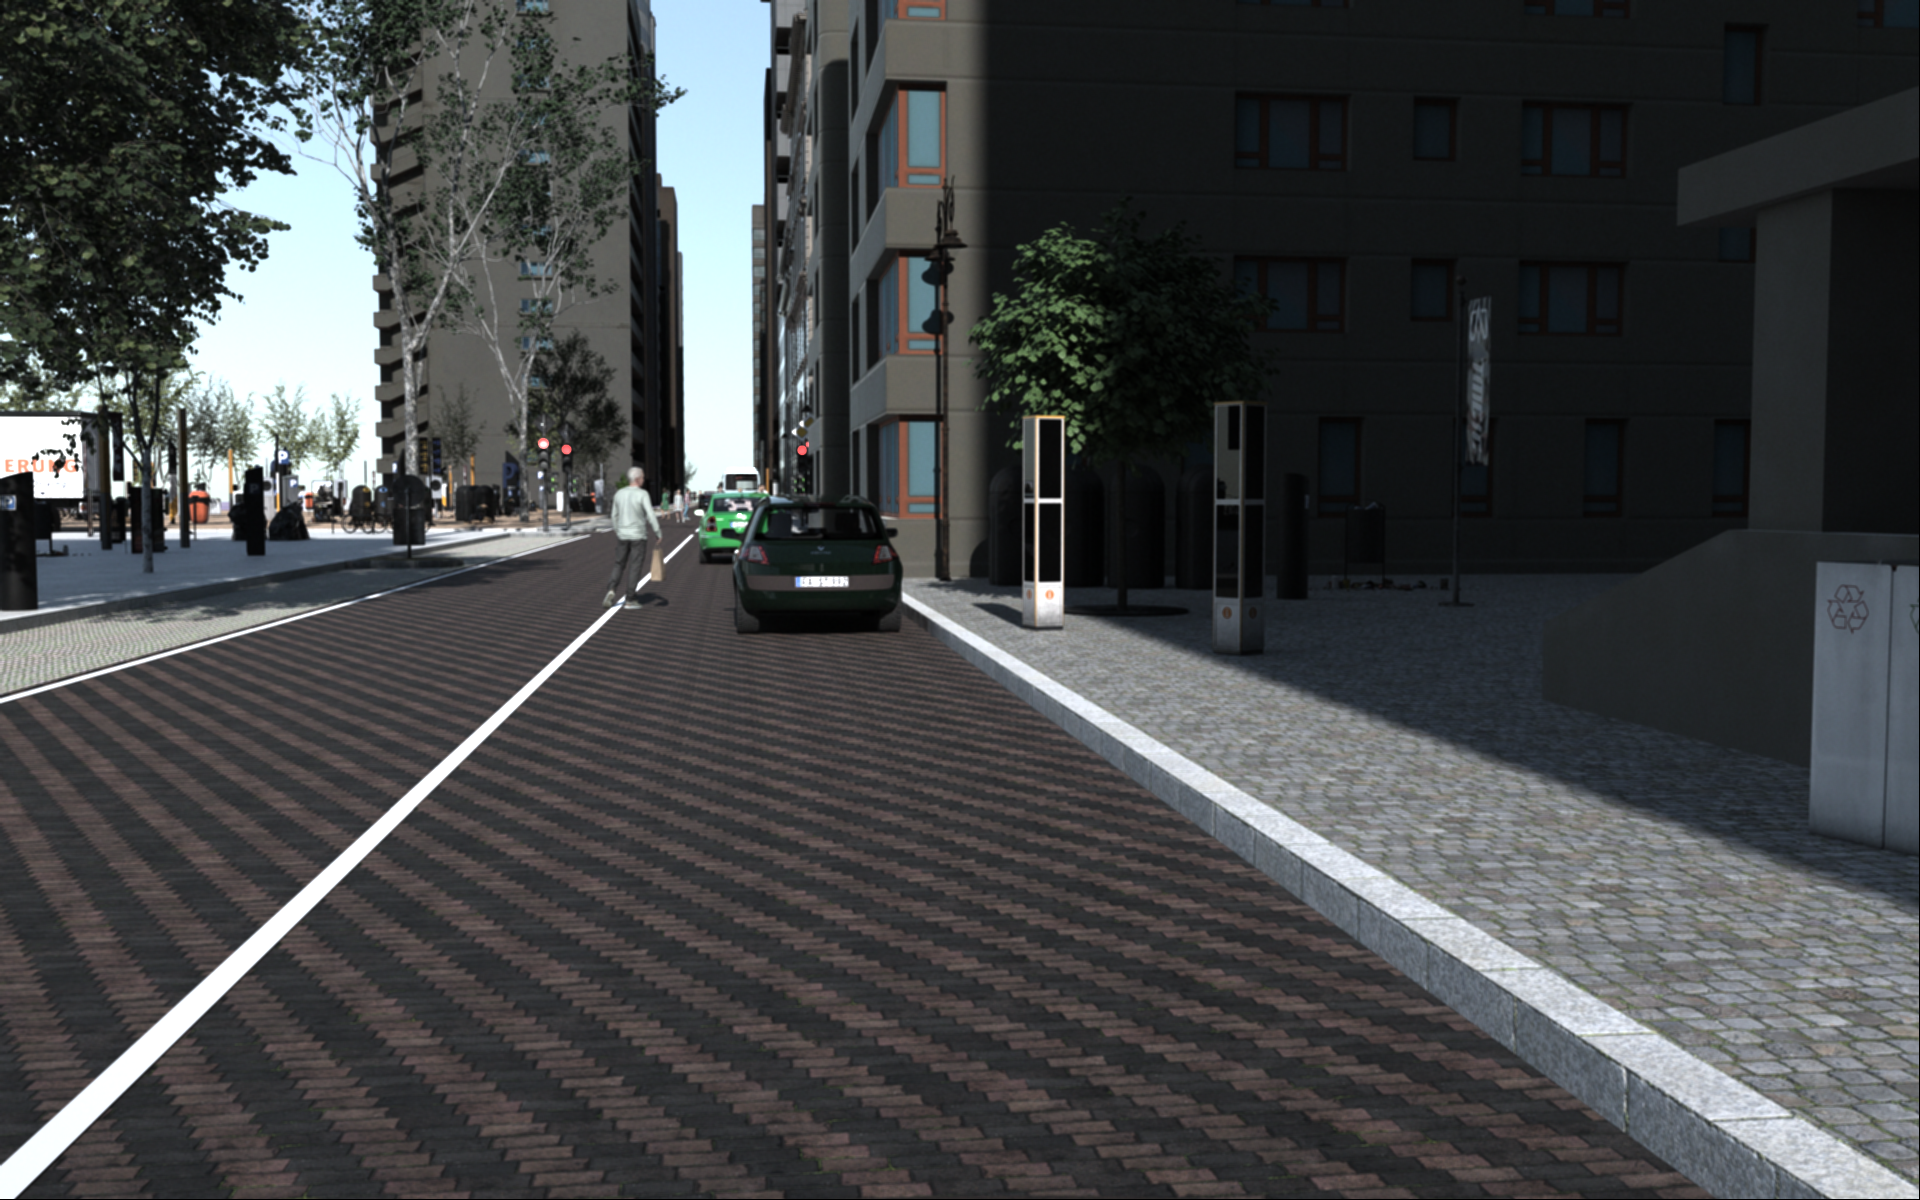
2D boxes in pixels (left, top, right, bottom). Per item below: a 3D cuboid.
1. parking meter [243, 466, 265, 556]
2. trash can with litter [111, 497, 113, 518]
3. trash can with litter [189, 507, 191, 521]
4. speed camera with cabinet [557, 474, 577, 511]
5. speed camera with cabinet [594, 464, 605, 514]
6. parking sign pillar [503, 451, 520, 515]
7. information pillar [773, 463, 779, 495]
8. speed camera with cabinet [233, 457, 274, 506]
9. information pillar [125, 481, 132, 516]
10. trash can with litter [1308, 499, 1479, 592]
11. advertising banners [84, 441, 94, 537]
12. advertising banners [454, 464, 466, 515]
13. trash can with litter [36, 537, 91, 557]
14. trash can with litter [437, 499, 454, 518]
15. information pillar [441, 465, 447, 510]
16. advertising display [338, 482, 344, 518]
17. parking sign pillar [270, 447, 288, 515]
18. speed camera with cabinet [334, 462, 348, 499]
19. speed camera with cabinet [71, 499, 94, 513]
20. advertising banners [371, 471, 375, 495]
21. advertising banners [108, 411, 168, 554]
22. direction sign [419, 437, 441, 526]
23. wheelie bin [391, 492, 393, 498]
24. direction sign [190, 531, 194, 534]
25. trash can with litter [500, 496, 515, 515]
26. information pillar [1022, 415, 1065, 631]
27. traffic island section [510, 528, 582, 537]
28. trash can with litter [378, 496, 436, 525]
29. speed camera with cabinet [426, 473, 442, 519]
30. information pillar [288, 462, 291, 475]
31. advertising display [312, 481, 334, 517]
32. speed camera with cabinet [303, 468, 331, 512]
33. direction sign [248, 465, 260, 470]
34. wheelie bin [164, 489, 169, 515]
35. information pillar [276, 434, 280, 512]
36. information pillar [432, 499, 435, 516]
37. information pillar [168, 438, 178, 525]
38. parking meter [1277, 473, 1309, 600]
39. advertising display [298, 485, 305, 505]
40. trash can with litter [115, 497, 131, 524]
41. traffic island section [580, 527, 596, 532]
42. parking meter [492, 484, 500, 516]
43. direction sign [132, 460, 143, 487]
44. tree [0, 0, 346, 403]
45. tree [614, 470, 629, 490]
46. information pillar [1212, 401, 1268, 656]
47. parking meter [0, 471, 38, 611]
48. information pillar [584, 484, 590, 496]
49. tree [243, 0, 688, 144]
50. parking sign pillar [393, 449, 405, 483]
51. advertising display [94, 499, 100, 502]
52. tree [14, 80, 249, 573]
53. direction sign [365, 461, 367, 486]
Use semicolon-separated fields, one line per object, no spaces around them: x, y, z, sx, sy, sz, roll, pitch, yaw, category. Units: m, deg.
-14.769;-1.866;36.225;0.399;1.863;0.255;-1;4;-22;parking meter
-49.375;-5.386;99.125;1.678;1.210;2.233;0;4;2;trash can with litter
-36.640;-4.362;82.702;1.055;1.170;0.624;-1;4;-11;trash can with litter
-29.334;-8.256;129.323;0.660;3.252;2.038;1;4;18;speed camera with cabinet
-23.725;-7.320;114.022;0.660;3.252;2.038;0;4;-8;speed camera with cabinet
-27.785;-7.280;107.504;1.447;3.967;1.447;2;4;34;parking sign pillar
-13.713;-8.418;128.993;0.504;3.616;0.183;2;4;26;information pillar
-37.876;-6.022;92.790;2.038;3.252;0.660;-1;4;-17;speed camera with cabinet
-47.749;-5.813;99.538;0.304;2.012;0.304;-2;4;-34;information pillar
5.863;-0.752;23.357;2.233;1.210;1.678;1;4;13;trash can with litter
-26.238;-3.421;52.125;0.090;3.025;2.074;-1;4;-22;advertising banners
-29.302;-6.446;101.583;0.090;3.025;2.074;-2;4;-35;advertising banners
-19.362;-1.510;35.749;2.233;1.210;1.678;0;4;0;trash can with litter
-27.784;-5.039;93.439;1.678;1.210;2.233;1;4;23;trash can with litter
-41.280;-9.005;138.591;0.504;3.616;0.183;-1;4;-20;information pillar
-33.343;-5.388;93.313;0.123;1.923;0.974;-1;4;-11;advertising display
-38.559;-6.702;98.045;1.447;3.967;1.447;0;4;4;parking sign pillar
-37.035;-6.807;105.623;2.038;3.252;0.660;-1;4;-9;speed camera with cabinet
-54.114;-6.902;107.177;0.660;3.252;2.038;1;4;12;speed camera with cabinet
-44.673;-8.251;131.087;0.090;3.025;2.074;-3;5;-41;advertising banners
-17.796;-2.525;37.479;0.090;3.025;2.074;0;4;6;advertising banners
-21.196;-4.730;69.339;0.876;3.537;0.379;-3;4;-37;direction sign
-45.346;-7.911;137.249;0.980;1.594;0.693;3;5;43;wheelie bin
-24.726;-3.874;55.341;0.379;3.537;0.876;-2;4;-28;direction sign
-27.397;-5.684;104.313;0.624;1.170;1.055;3;4;37;trash can with litter
0.787;-0.726;16.357;0.304;2.012;0.304;-1;4;-23;information pillar
-14.026;-2.218;58.546;2.009;0.180;2.903;0;4;-7;traffic island section
-23.308;-3.747;72.324;2.233;1.210;1.678;-2;4;-32;trash can with litter
-27.437;-5.735;88.109;2.038;3.252;0.660;-2;4;-33;speed camera with cabinet
-48.938;-8.246;126.180;0.183;3.616;0.504;3;5;41;information pillar
-30.298;-4.720;82.384;0.974;1.923;0.123;0;4;-2;advertising display
-47.053;-8.107;126.889;2.038;3.252;0.660;-2;4;-23;speed camera with cabinet
-54.634;-8.687;134.036;0.876;3.537;0.379;-1;4;-8;direction sign
-48.974;-6.029;106.475;0.693;1.594;0.980;2;4;35;wheelie bin
-26.446;-4.636;67.153;0.183;3.616;0.504;-1;4;-18;information pillar
-30.616;-5.869;100.448;0.304;2.012;0.304;-2;4;-25;information pillar
-33.081;-4.981;72.792;0.183;3.616;0.504;1;4;9;information pillar
4.072;-0.781;21.185;0.372;1.533;0.369;0;3;0;parking meter
-48.945;-7.517;128.120;0.974;1.923;0.123;-2;4;-25;advertising display
-36.337;-3.919;75.467;1.055;1.170;0.624;3;5;41;trash can with litter
-15.051;-2.702;66.465;2.009;0.180;2.903;0;4;-7;traffic island section
-27.564;-5.951;103.002;0.399;1.863;0.255;1;4;16;parking meter
-53.835;-7.443;113.688;0.876;3.537;0.379;0;4;1;direction sign
-10.522;-6.684;15.938;9.857;13.997;8.962;0;3;0;tree
-27.297;-8.910;140.286;1.663;3.219;1.824;0;3;0;tree
2.236;-0.572;13.849;0.304;2.012;0.304;-3;5;-41;information pillar
-10.417;-0.655;19.127;0.372;1.533;0.369;0;3;0;parking meter
-27.636;-7.571;128.277;0.304;2.012;0.304;3;5;40;information pillar
-14.622;-11.810;48.978;12.611;20.169;13.585;0;3;0;tree
-33.131;-6.964;102.332;1.447;3.967;1.447;0;4;-5;parking sign pillar
-63.110;-7.426;126.629;0.123;1.923;0.974;0;4;2;advertising display
-13.485;-4.767;28.302;4.360;8.622;3.978;0;3;0;tree
-40.220;-7.660;117.239;0.379;3.537;0.876;-2;4;-24;direction sign
